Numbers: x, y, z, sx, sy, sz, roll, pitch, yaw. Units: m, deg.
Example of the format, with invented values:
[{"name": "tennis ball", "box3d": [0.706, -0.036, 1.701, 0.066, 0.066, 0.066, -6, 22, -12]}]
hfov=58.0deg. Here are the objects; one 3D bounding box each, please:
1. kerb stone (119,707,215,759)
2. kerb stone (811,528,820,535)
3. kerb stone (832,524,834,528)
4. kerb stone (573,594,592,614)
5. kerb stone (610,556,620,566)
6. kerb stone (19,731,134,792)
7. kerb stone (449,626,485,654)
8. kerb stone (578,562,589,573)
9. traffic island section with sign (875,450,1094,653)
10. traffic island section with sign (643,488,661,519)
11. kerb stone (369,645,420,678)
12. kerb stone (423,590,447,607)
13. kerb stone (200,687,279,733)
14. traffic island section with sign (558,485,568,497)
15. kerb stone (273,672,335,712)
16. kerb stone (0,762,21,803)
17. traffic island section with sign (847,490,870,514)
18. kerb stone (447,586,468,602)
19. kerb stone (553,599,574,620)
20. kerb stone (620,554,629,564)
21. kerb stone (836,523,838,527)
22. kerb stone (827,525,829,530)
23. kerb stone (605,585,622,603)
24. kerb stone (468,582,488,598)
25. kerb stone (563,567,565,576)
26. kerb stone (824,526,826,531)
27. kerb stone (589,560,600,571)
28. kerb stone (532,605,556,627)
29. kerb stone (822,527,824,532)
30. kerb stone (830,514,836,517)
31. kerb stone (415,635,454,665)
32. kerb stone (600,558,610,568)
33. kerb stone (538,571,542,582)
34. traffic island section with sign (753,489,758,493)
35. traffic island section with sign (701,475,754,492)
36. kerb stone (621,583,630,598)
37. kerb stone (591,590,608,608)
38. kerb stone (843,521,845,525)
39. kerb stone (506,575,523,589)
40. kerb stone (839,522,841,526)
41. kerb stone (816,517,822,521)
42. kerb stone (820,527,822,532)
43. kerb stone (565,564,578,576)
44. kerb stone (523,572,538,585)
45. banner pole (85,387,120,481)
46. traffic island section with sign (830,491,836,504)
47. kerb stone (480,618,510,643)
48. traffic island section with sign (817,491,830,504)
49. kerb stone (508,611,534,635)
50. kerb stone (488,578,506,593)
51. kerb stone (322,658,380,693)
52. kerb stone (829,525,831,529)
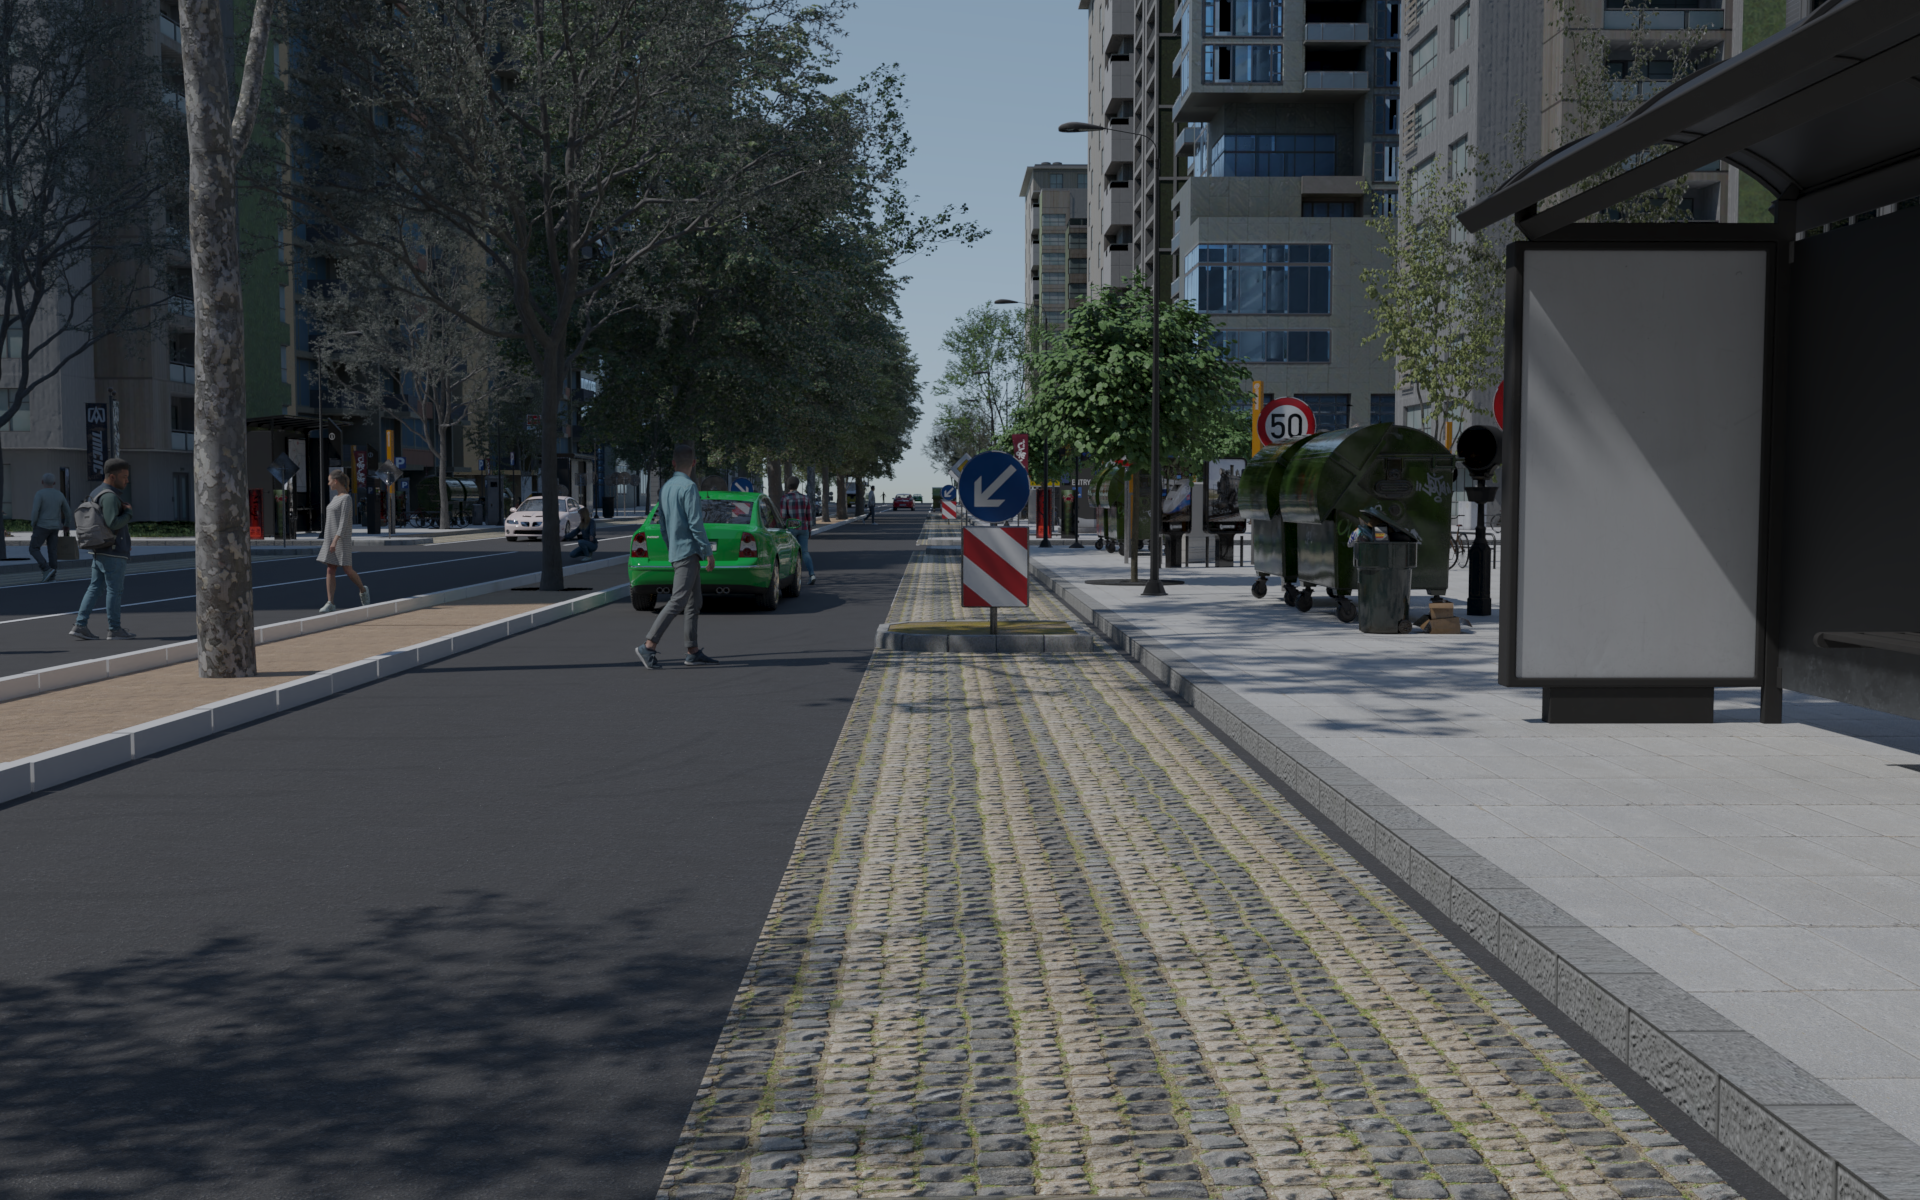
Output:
[{"name": "kerb stone", "box3d": [-4.522, 0.759, 9.843, 0.120, 0.150, 1.000, 0, 4, -1]}, {"name": "kerb stone", "box3d": [-5.248, -2.476, 62.678, 0.120, 0.150, 1.000, 0, 4, -1]}, {"name": "kerb stone", "box3d": [-5.365, -2.978, 70.890, 0.120, 0.150, 1.000, 0, 4, -1]}, {"name": "kerb stone", "box3d": [-4.672, 0.066, 21.116, 0.120, 0.150, 1.000, 0, 4, -1]}, {"name": "kerb stone", "box3d": [-6.958, -0.749, 34.456, 0.120, 0.150, 1.000, 0, 4, -1]}, {"name": "kerb stone", "box3d": [-4.513, 0.824, 8.817, 0.120, 0.150, 1.000, 0, 4, -1]}, {"name": "kerb stone", "box3d": [-4.606, 0.379, 15.996, 0.120, 0.150, 1.000, 0, 4, -1]}, {"name": "kerb stone", "box3d": [-6.924, -0.562, 31.383, 0.120, 0.150, 1.000, 0, 4, -1]}, {"name": "traffic island section with sign", "box3d": [0.195, -0.481, 16.498, 1.989, 1.847, 2.006, 0, 4, -1]}, {"name": "traffic island section with sign", "box3d": [-17.012, -5.533, 99.087, 1.989, 1.847, 2.006, 0, 4, -1]}, {"name": "kerb stone", "box3d": [-4.580, 0.504, 13.947, 0.120, 0.150, 1.000, 0, 4, -1]}, {"name": "kerb stone", "box3d": [-6.800, 0.003, 22.153, 0.120, 0.150, 1.000, 0, 4, -1]}, {"name": "kerb stone", "box3d": [-4.538, 0.693, 10.866, 0.120, 0.150, 1.000, 0, 4, -1]}, {"name": "traffic island section with sign", "box3d": [-16.636, -3.869, 71.885, 1.989, 1.847, 2.006, 0, 4, -1]}, {"name": "kerb stone", "box3d": [-4.545, 0.637, 11.889, 0.120, 0.150, 1.000, 0, 4, -1]}, {"name": "kerb stone", "box3d": [-4.504, 0.882, 7.795, 0.120, 0.150, 1.000, 0, 4, -1]}, {"name": "traffic island section with sign", "box3d": [-7.167, -7.113, 124.432, 2.006, 1.907, 1.989, 0, 4, -1]}, {"name": "kerb stone", "box3d": [-6.810, -0.060, 23.178, 0.120, 0.150, 1.000, 0, 4, -1]}, {"name": "kerb stone", "box3d": [-4.668, 0.129, 20.094, 0.120, 0.150, 1.000, 0, 4, -1]}, {"name": "kerb stone", "box3d": [-6.980, -0.812, 35.478, 0.120, 0.150, 1.000, 0, 4, -1]}, {"name": "kerb stone", "box3d": [-5.402, -3.166, 73.961, 0.120, 0.150, 1.000, 0, 4, -1]}, {"name": "kerb stone", "box3d": [-5.318, -2.790, 67.807, 0.120, 0.150, 1.000, 0, 4, -1]}, {"name": "kerb stone", "box3d": [-4.704, -0.059, 23.170, 0.120, 0.150, 1.000, 0, 4, -1]}, {"name": "kerb stone", "box3d": [-6.819, -0.123, 24.209, 0.120, 0.150, 1.000, 0, 4, -1]}, {"name": "kerb stone", "box3d": [-6.897, -0.436, 29.328, 0.120, 0.150, 1.000, 0, 4, -1]}, {"name": "kerb stone", "box3d": [-5.295, -2.662, 65.762, 0.120, 0.150, 1.000, 0, 4, -1]}, {"name": "kerb stone", "box3d": [-6.935, -0.622, 32.406, 0.120, 0.150, 1.000, 0, 4, -1]}, {"name": "kerb stone", "box3d": [-4.649, 0.191, 19.072, 0.120, 0.150, 1.000, 0, 4, -1]}, {"name": "kerb stone", "box3d": [-5.278, -2.602, 64.740, 0.120, 0.150, 1.000, 0, 4, -1]}, {"name": "kerb stone", "box3d": [-7.989, -5.294, 108.760, 0.120, 0.150, 1.000, 0, 4, -1]}, {"name": "kerb stone", "box3d": [-4.594, 0.444, 14.972, 0.120, 0.150, 1.000, 0, 4, -1]}, {"name": "kerb stone", "box3d": [-6.953, -0.686, 33.429, 0.120, 0.150, 1.000, 0, 4, -1]}, {"name": "kerb stone", "box3d": [-6.878, -0.373, 28.301, 0.120, 0.150, 1.000, 0, 4, -1]}, {"name": "traffic island section with sign", "box3d": [-17.690, -8.602, 149.273, 1.989, 1.847, 2.006, 0, 4, -1]}, {"name": "traffic island section with sign", "box3d": [-6.032, -2.065, 41.894, 2.006, 1.907, 1.989, 0, 4, -1]}, {"name": "kerb stone", "box3d": [-4.728, -0.122, 24.192, 0.120, 0.150, 1.000, 0, 4, -1]}, {"name": "kerb stone", "box3d": [-4.692, 0.003, 22.144, 0.120, 0.150, 1.000, 0, 4, -1]}, {"name": "kerb stone", "box3d": [-5.475, -3.480, 79.092, 0.120, 0.150, 1.000, 0, 4, -1]}, {"name": "kerb stone", "box3d": [-6.850, -0.248, 26.253, 0.120, 0.150, 1.000, 0, 4, -1]}, {"name": "kerb stone", "box3d": [-5.437, -3.291, 76.006, 0.120, 0.150, 1.000, 0, 4, -1]}, {"name": "kerb stone", "box3d": [-7.813, -4.534, 96.434, 0.120, 0.150, 1.000, 0, 4, -1]}, {"name": "kerb stone", "box3d": [-5.261, -2.535, 63.718, 0.120, 0.150, 1.000, 0, 4, -1]}, {"name": "kerb stone", "box3d": [-6.912, -0.499, 30.358, 0.120, 0.150, 1.000, 0, 4, -1]}, {"name": "kerb stone", "box3d": [-6.866, -0.311, 27.279, 0.120, 0.150, 1.000, 0, 4, -1]}, {"name": "banner pole", "box3d": [-20.683, -3.175, 41.922, 0.863, 3.779, 0.401, -2, 4, -27]}, {"name": "traffic island section with sign", "box3d": [-19.204, -15.316, 259.047, 1.989, 1.847, 2.006, 0, 4, -1]}, {"name": "kerb stone", "box3d": [-4.629, 0.317, 17.018, 0.120, 0.150, 1.000, 0, 4, -1]}, {"name": "traffic island section with sign", "box3d": [-18.836, -13.668, 232.094, 1.989, 1.847, 2.006, 0, 4, -1]}, {"name": "kerb stone", "box3d": [-4.642, 0.254, 18.050, 0.120, 0.150, 1.000, 0, 4, -1]}, {"name": "kerb stone", "box3d": [-6.836, -0.186, 25.231, 0.120, 0.150, 1.000, 0, 4, -1]}, {"name": "kerb stone", "box3d": [-4.569, 0.571, 12.920, 0.120, 0.150, 1.000, 0, 4, -1]}, {"name": "kerb stone", "box3d": [-5.335, -2.849, 68.833, 0.120, 0.150, 1.000, 0, 4, -1]}]
